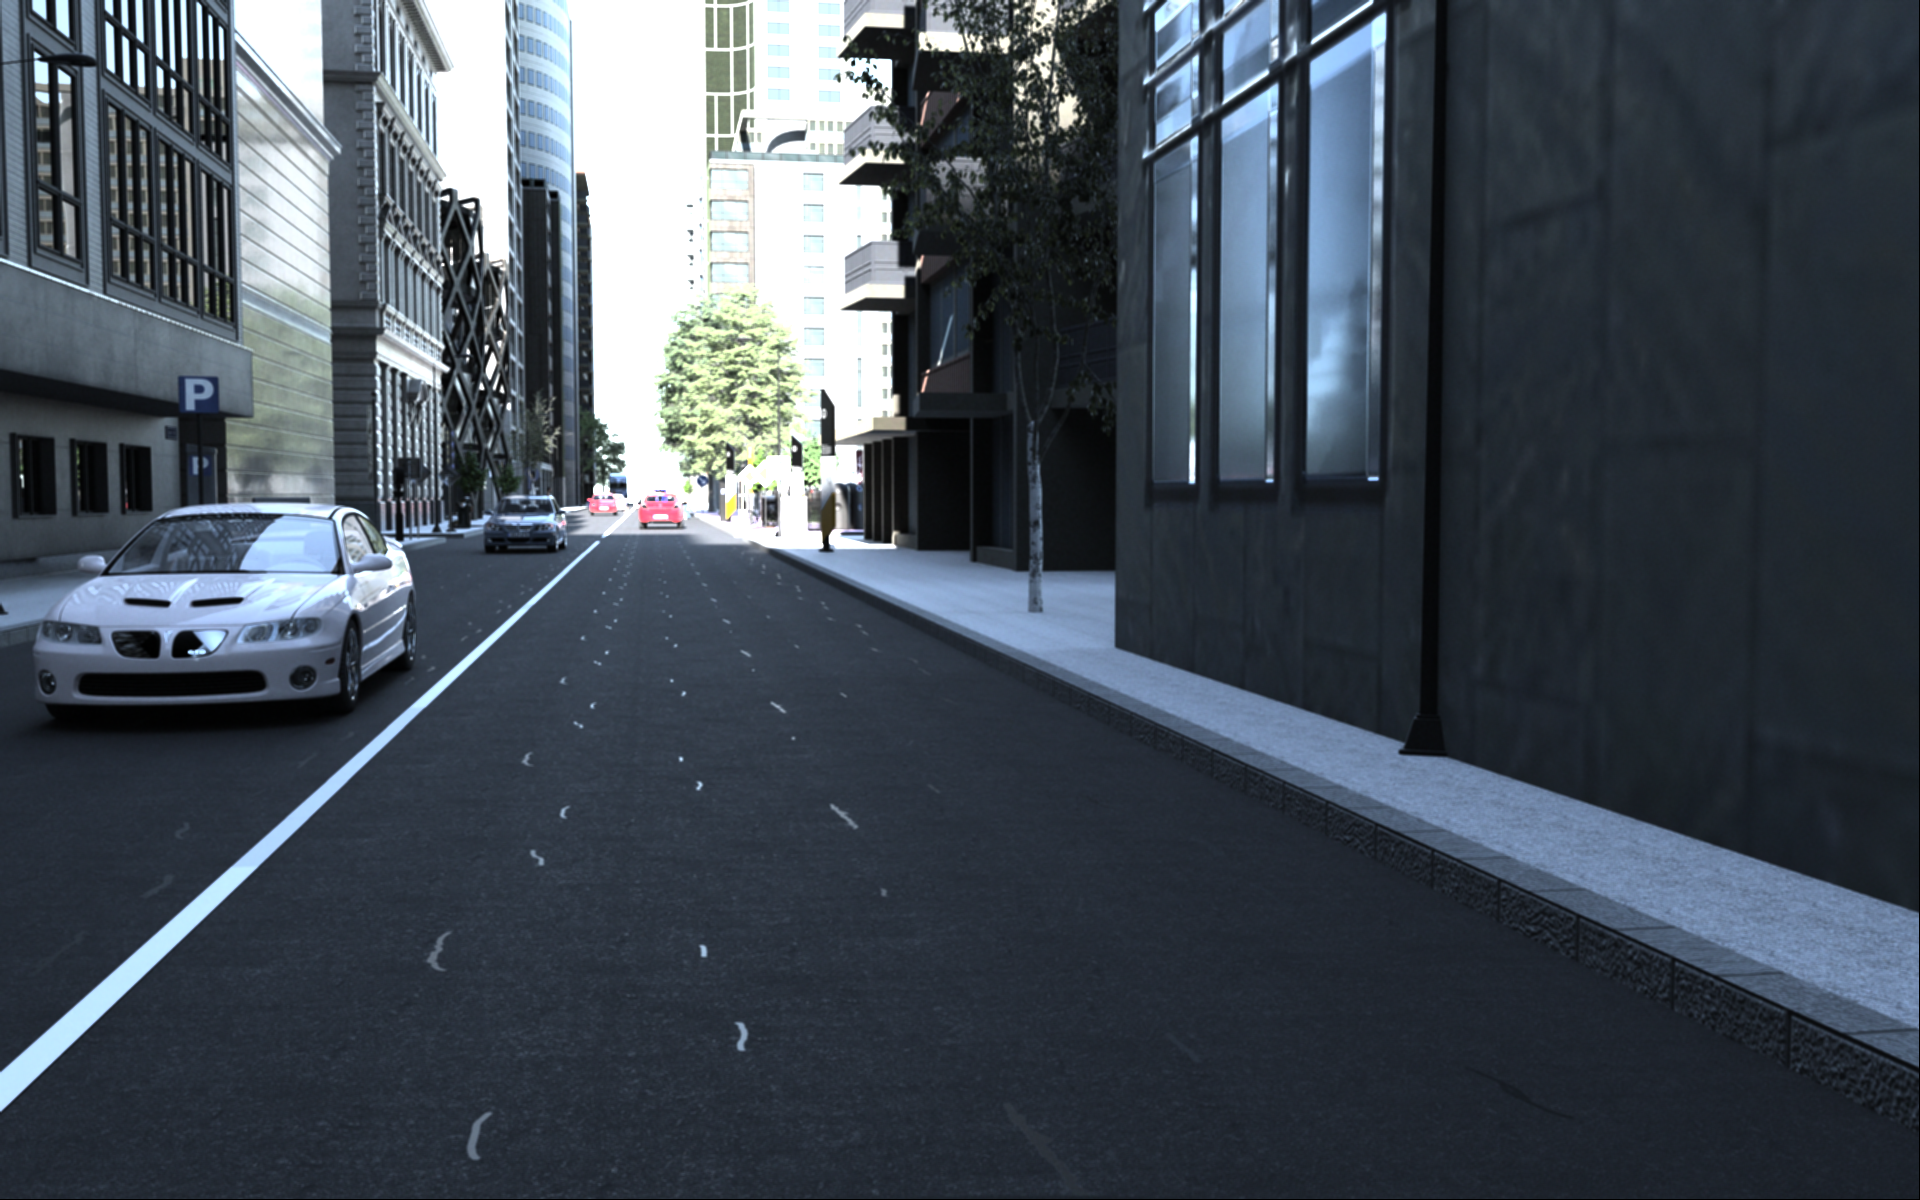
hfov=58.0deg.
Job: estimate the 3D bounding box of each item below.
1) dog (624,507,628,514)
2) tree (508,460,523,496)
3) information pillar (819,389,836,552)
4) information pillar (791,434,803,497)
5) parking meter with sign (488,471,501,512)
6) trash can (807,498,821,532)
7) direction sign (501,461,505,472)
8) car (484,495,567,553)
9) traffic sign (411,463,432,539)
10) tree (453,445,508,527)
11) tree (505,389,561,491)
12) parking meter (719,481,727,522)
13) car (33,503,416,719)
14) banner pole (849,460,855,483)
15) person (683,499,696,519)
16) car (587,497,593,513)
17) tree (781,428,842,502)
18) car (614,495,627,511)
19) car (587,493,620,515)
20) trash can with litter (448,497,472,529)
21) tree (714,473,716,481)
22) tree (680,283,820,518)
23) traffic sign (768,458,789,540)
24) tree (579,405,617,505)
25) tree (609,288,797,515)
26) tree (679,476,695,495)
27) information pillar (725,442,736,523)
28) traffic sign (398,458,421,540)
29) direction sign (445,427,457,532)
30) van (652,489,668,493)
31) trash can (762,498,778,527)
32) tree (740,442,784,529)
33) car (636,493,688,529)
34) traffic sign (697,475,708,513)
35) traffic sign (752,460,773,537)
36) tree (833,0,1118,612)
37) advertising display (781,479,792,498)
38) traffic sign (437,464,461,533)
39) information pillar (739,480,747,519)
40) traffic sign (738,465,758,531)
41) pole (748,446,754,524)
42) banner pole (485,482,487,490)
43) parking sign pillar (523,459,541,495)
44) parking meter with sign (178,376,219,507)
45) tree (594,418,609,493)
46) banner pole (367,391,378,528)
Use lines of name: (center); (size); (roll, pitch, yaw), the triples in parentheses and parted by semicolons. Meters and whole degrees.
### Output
dog: (-23.739, -6.362, 123.309); (0.540, 0.507, 0.406); (1, 4, 22)
tree: (-25.184, -6.261, 96.968); (1.663, 3.219, 1.824); (0, 3, 0)
information pillar: (-2.926, -2.874, 38.341); (0.183, 3.616, 0.504); (-3, 4, -36)
information pillar: (-6.397, -4.688, 67.997); (0.504, 3.616, 0.183); (1, 4, 19)
parking meter with sign: (-33.275, -7.848, 124.579); (0.543, 3.016, 1.738); (-3, 5, -41)
trash can: (-4.991, -2.922, 59.431); (0.748, 1.137, 0.748); (0, 3, 0)
direction sign: (-30.876, -7.659, 117.225); (0.379, 3.537, 0.876); (-2, 4, -34)
car: (-10.991, -1.956, 43.983); (2.014, 1.417, 4.499); (-1, 4, -8)
traffic sign: (-15.580, -2.821, 49.769); (0.795, 2.450, 0.064); (-1, 4, -10)
tree: (-19.155, -4.492, 68.046); (1.663, 3.219, 1.824); (0, 3, 0)
tree: (-29.935, -10.441, 121.068); (4.360, 8.622, 3.978); (0, 3, 0)
parking meter: (-10.847, -4.517, 79.559); (0.399, 1.863, 0.255); (0, 4, -6)
car: (-5.147, -0.018, 12.657); (2.083, 1.381, 4.827); (-1, 4, -10)
banner pole: (-8.026, -8.481, 128.679); (0.401, 3.779, 0.863); (2, 4, 34)
person: (-15.633, -5.161, 98.383); (1.012, 1.151, 0.738); (2, 4, 25)
car: (-28.001, -7.478, 134.849); (1.945, 1.354, 3.894); (-1, 4, -11)
tree: (-7.439, -6.252, 85.937); (4.285, 4.588, 4.351); (0, 3, 0)
car: (-29.710, -8.366, 149.146); (2.083, 1.381, 4.827); (-1, 4, -9)
car: (-24.165, -6.628, 117.406); (2.155, 1.783, 4.494); (-1, 4, -12)
trash can with litter: (-18.651, -3.246, 64.452); (1.055, 1.170, 0.624); (2, 4, 32)
tree: (-19.478, -11.434, 137.312); (4.737, 8.622, 4.395); (0, 3, 0)
tree: (-11.293, -10.728, 93.531); (7.486, 12.596, 7.792); (0, 3, 0)
traffic sign: (-4.994, -2.791, 47.765); (0.606, 2.300, 0.079); (0, 4, -3)
tree: (-43.832, -16.812, 200.629); (9.928, 11.665, 9.643); (0, 3, 0)
tree: (-14.559, -12.191, 105.970); (9.857, 13.997, 8.962); (0, 3, 0)
tree: (-28.523, -11.417, 181.264); (1.663, 3.219, 1.824); (0, 3, 0)
information pillar: (-10.254, -5.264, 77.415); (0.504, 3.616, 0.183); (2, 4, 35)
traffic sign: (-15.465, -2.848, 48.696); (0.606, 2.300, 0.079); (-1, 4, -10)
direction sign: (-17.302, -4.085, 58.792); (0.379, 3.537, 0.876); (0, 4, 2)
van: (-34.974, -12.083, 201.936); (2.240, 2.365, 5.245); (-1, 4, -9)
trash can: (-7.312, -3.365, 66.677); (0.748, 1.137, 0.748); (0, 3, 0)
tree: (-7.492, -4.271, 64.439); (1.663, 3.219, 1.824); (0, 3, 0)
car: (-12.508, -3.890, 72.639); (2.155, 1.783, 4.494); (-1, 4, -8)
traffic sign: (-17.282, -7.104, 116.252); (0.768, 2.556, 0.104); (0, 4, -7)
traffic sign: (-5.788, -2.927, 51.496); (0.795, 2.450, 0.064); (-1, 4, -10)
tree: (0.794, -4.158, 18.345); (4.360, 8.622, 3.978); (0, 3, 0)
advertising display: (-7.282, -4.226, 74.314); (0.974, 1.923, 0.123); (-3, 4, -37)
traffic sign: (-16.988, -3.302, 57.630); (0.795, 2.450, 0.064); (-1, 4, -10)
information pillar: (-11.112, -5.150, 88.688); (0.304, 2.012, 0.304); (-3, 5, -44)
traffic sign: (-7.195, -3.408, 59.356); (0.795, 2.450, 0.064); (-1, 4, -10)
pole: (-8.856, -4.869, 73.453); (0.158, 3.312, 0.155); (0, 3, 0)
banner pole: (-32.173, -7.757, 116.851); (0.863, 3.779, 0.401); (3, 5, 44)
parking sign pillar: (-31.644, -8.533, 127.988); (1.447, 3.967, 1.447); (3, 4, 38)
parking meter with sign: (-11.564, -1.848, 26.468); (0.543, 3.016, 1.738); (-1, 4, -21)
tree: (-59.002, -23.233, 286.512); (9.857, 13.997, 8.962); (0, 3, 0)
banner pole: (-14.366, -3.202, 42.366); (0.401, 3.779, 0.863); (-2, 4, -34)
